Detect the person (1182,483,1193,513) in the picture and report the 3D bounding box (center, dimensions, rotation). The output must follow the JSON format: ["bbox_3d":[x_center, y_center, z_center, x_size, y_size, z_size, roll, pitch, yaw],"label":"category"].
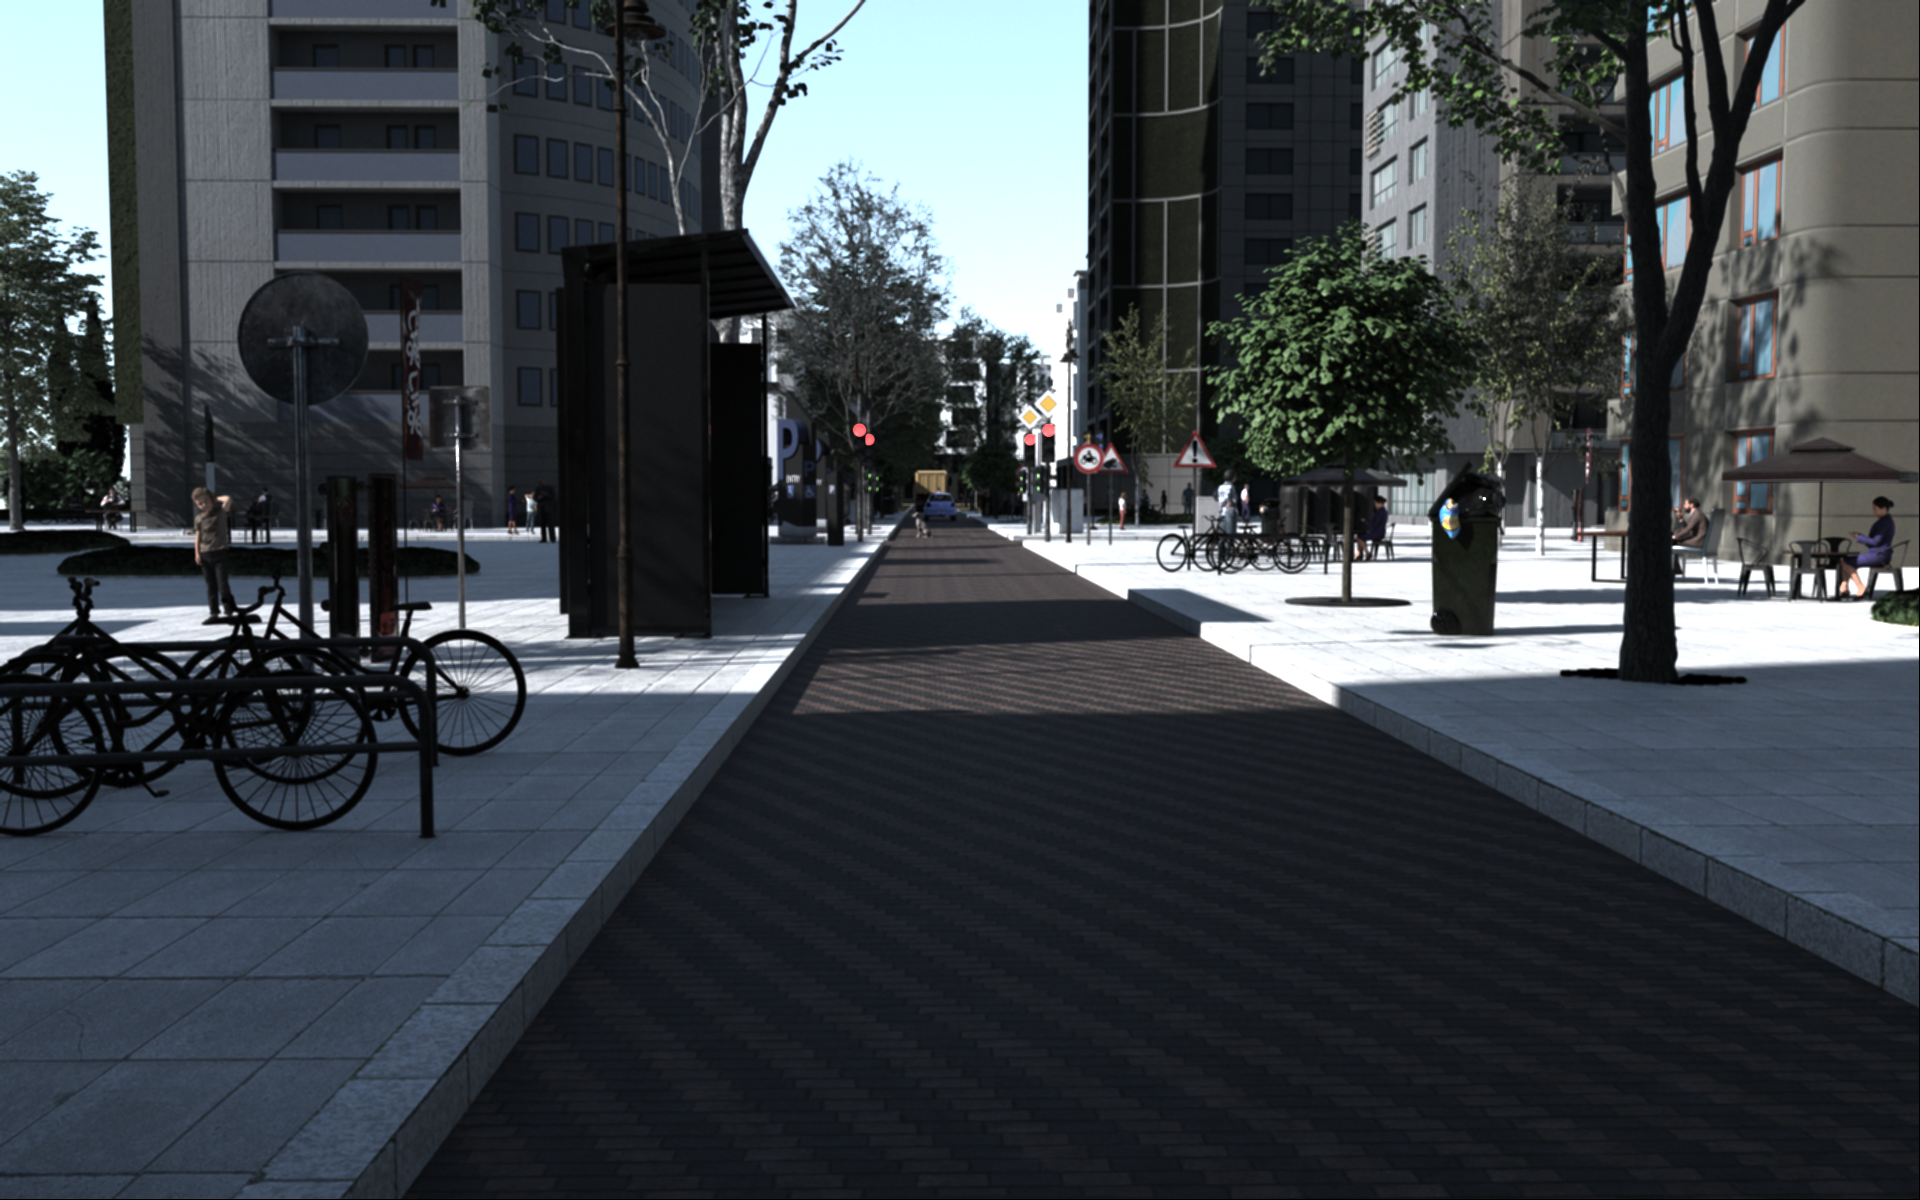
[{"bbox_3d":[10.733,-4.602,81.410,0.598,1.807,0.434,0,4,2],"label":"person"}]

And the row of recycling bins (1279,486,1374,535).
[{"bbox_3d":[11.749,-2.943,55.238,3.534,1.692,1.069,-2,4,-28],"label":"row of recycling bins"}]

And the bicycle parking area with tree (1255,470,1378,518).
[{"bbox_3d":[19.260,-6.293,89.892,8.231,4.147,9.016,1,4,15],"label":"bicycle parking area with tree"}]

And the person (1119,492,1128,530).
[{"bbox_3d":[5.836,-3.177,61.903,0.340,1.345,0.435,-2,4,-26],"label":"person"}]

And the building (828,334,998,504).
[{"bbox_3d":[-11.685,-23.902,234.768,32.646,21.610,27.936,0,4,-1],"label":"building"}]

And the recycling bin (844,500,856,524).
[{"bbox_3d":[-4.703,-3.845,75.415,0.722,1.027,0.722,1,4,12],"label":"recycling bin"}]

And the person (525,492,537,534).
[{"bbox_3d":[-13.796,-2.796,55.671,0.435,1.345,0.340,0,4,-5],"label":"person"}]

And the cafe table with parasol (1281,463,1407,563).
[{"bbox_3d":[7.300,-1.714,32.888,2.610,1.966,2.610,0,4,-5],"label":"cafe table with parasol"}]

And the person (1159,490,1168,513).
[{"bbox_3d":[12.197,-5.844,104.129,0.613,1.512,0.480,-2,4,-29],"label":"person"}]

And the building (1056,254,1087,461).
[{"bbox_3d":[16.447,-17.368,140.387,16.016,20.091,11.380,0,4,-1],"label":"building"}]

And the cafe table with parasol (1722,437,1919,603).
[{"bbox_3d":[10.440,-0.988,21.021,2.610,1.966,2.610,0,4,1],"label":"cafe table with parasol"}]

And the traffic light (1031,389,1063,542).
[{"bbox_3d":[2.343,-3.522,46.512,0.839,4.253,0.868,0,4,-1],"label":"traffic light"}]

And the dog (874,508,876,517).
[{"bbox_3d":[-4.879,-4.967,98.040,0.406,0.507,0.540,-3,4,-36],"label":"dog"}]

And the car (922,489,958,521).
[{"bbox_3d":[-1.089,-5.127,93.419,1.945,1.707,3.694,0,4,-2],"label":"car"}]

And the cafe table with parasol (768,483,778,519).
[{"bbox_3d":[-9.186,-5.183,89.601,2.610,1.966,2.610,-3,5,-39],"label":"cafe table with parasol"}]

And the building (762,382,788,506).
[{"bbox_3d":[-18.425,-12.331,143.753,9.099,9.664,28.070,0,4,-1],"label":"building"}]

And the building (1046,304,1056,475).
[{"bbox_3d":[16.159,-18.066,151.802,16.016,20.091,11.380,0,4,-1],"label":"building"}]

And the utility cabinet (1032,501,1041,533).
[{"bbox_3d":[2.568,-2.861,57.943,0.306,1.237,1.020,0,4,4],"label":"utility cabinet"}]

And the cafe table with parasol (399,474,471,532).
[{"bbox_3d":[-17.801,-3.300,58.823,2.610,1.966,2.610,-2,4,-35],"label":"cafe table with parasol"}]

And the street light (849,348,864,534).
[{"bbox_3d":[-3.272,-5.034,55.090,0.468,5.910,1.993,0,4,-1],"label":"street light"}]

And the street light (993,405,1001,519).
[{"bbox_3d":[1.875,-7.061,88.232,0.468,5.910,1.993,0,4,-1],"label":"street light"}]

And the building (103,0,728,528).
[{"bbox_3d":[-22.556,-32.779,77.942,21.231,58.520,28.212,0,4,-1],"label":"building"}]

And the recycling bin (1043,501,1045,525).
[{"bbox_3d":[3.943,-3.639,72.047,0.722,1.027,0.722,-2,4,-27],"label":"recycling bin"}]

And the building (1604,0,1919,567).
[{"bbox_3d":[28.717,-10.972,24.428,27.650,21.520,28.899,0,4,-1],"label":"building"}]

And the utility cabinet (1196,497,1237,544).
[{"bbox_3d":[6.633,-2.058,44.811,1.020,1.237,0.306,0,4,1],"label":"utility cabinet"}]

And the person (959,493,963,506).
[{"bbox_3d":[0.153,-10.446,180.075,0.421,1.427,0.697,0,4,6],"label":"person"}]

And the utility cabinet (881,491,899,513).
[{"bbox_3d":[-4.761,-6.647,117.356,1.173,1.500,0.318,1,4,22],"label":"utility cabinet"}]

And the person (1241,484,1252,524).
[{"bbox_3d":[12.445,-4.171,75.179,0.436,1.711,0.756,0,4,2],"label":"person"}]

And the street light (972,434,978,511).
[{"bbox_3d":[1.073,-9.572,129.284,0.468,5.910,1.993,0,4,-1],"label":"street light"}]

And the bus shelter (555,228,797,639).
[{"bbox_3d":[-2.805,-1.659,18.413,1.731,3.624,6.357,0,4,-1],"label":"bus shelter"}]

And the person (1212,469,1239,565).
[{"bbox_3d":[4.842,-1.508,31.414,0.376,1.734,0.841,0,4,-5],"label":"person"}]

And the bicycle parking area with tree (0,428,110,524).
[{"bbox_3d":[-41.708,-5.489,76.748,9.016,4.147,8.231,-1,4,-14],"label":"bicycle parking area with tree"}]

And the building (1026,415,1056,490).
[{"bbox_3d":[12.264,-14.793,184.007,9.099,9.664,28.070,0,4,-1],"label":"building"}]

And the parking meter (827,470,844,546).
[{"bbox_3d":[-3.088,-2.275,42.901,0.399,1.863,0.255,3,5,43],"label":"parking meter"}]

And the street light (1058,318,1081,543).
[{"bbox_3d":[2.874,-4.454,45.612,0.468,5.910,1.993,0,4,-1],"label":"street light"}]

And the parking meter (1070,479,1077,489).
[{"bbox_3d":[4.289,-3.718,66.507,0.399,1.863,0.255,0,3,0],"label":"parking meter"}]

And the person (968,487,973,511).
[{"bbox_3d":[0.832,-7.665,131.455,0.705,1.814,1.350,0,4,8],"label":"person"}]

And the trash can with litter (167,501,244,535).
[{"bbox_3d":[-23.560,-2.644,54.288,2.233,1.210,1.678,1,4,19],"label":"trash can with litter"}]

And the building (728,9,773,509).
[{"bbox_3d":[-22.755,-41.080,109.909,20.563,71.187,20.611,0,4,-1],"label":"building"}]

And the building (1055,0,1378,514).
[{"bbox_3d":[17.451,-41.355,114.400,20.563,71.187,20.611,0,4,-1],"label":"building"}]

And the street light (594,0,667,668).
[{"bbox_3d":[-2.465,-2.438,12.647,0.468,5.910,1.993,0,4,-1],"label":"street light"}]

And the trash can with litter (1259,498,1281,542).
[{"bbox_3d":[8.133,-2.118,46.024,0.624,1.170,1.055,0,4,-7],"label":"trash can with litter"}]

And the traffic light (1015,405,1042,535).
[{"bbox_3d":[2.169,-4.011,54.495,0.839,4.253,0.868,0,4,-1],"label":"traffic light"}]

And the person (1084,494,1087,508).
[{"bbox_3d":[7.585,-5.822,105.135,0.435,1.345,0.340,-2,4,-29],"label":"person"}]

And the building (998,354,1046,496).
[{"bbox_3d":[10.462,-22.782,228.902,11.380,20.091,16.016,0,4,-1],"label":"building"}]

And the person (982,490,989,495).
[{"bbox_3d":[2.425,-10.163,172.224,1.348,1.822,0.705,0,4,4],"label":"person"}]

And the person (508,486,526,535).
[{"bbox_3d":[-14.045,-2.841,54.868,0.546,1.535,0.453,-1,4,-23],"label":"person"}]

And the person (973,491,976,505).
[{"bbox_3d":[1.626,-10.648,180.847,0.721,1.736,1.217,-3,5,-43],"label":"person"}]

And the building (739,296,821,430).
[{"bbox_3d":[-21.756,-18.781,163.492,16.016,20.091,11.380,0,4,-1],"label":"building"}]

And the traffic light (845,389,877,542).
[{"bbox_3d":[-2.656,-3.515,46.387,0.839,4.253,0.868,0,4,-1],"label":"traffic light"}]

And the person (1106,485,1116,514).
[{"bbox_3d":[7.732,-5.032,89.045,0.376,1.734,0.841,3,4,36],"label":"person"}]

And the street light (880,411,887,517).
[{"bbox_3d":[-4.253,-7.540,96.066,0.468,5.910,1.993,0,4,-1],"label":"street light"}]

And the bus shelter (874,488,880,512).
[{"bbox_3d":[-6.337,-8.978,124.421,2.179,5.291,8.768,0,4,-1],"label":"bus shelter"}]

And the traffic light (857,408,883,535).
[{"bbox_3d":[-2.831,-4.003,54.370,0.839,4.253,0.868,0,4,-1],"label":"traffic light"}]

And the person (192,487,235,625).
[{"bbox_3d":[-7.297,-0.430,16.976,0.435,1.345,0.340,-1,4,-8],"label":"person"}]

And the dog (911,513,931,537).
[{"bbox_3d":[-1.162,-2.480,57.383,0.800,0.831,0.513,3,5,44],"label":"dog"}]

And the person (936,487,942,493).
[{"bbox_3d":[-1.353,-6.016,106.727,0.709,1.838,0.599,-2,4,-25],"label":"person"}]

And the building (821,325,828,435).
[{"bbox_3d":[-21.266,-19.477,174.864,16.016,20.091,11.380,0,4,-1],"label":"building"}]

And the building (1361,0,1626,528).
[{"bbox_3d":[24.718,-23.583,69.176,14.086,41.232,14.154,0,4,-1],"label":"building"}]

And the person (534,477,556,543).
[{"bbox_3d":[-10.952,-2.384,45.708,0.565,1.739,0.600,-1,4,-18],"label":"person"}]
